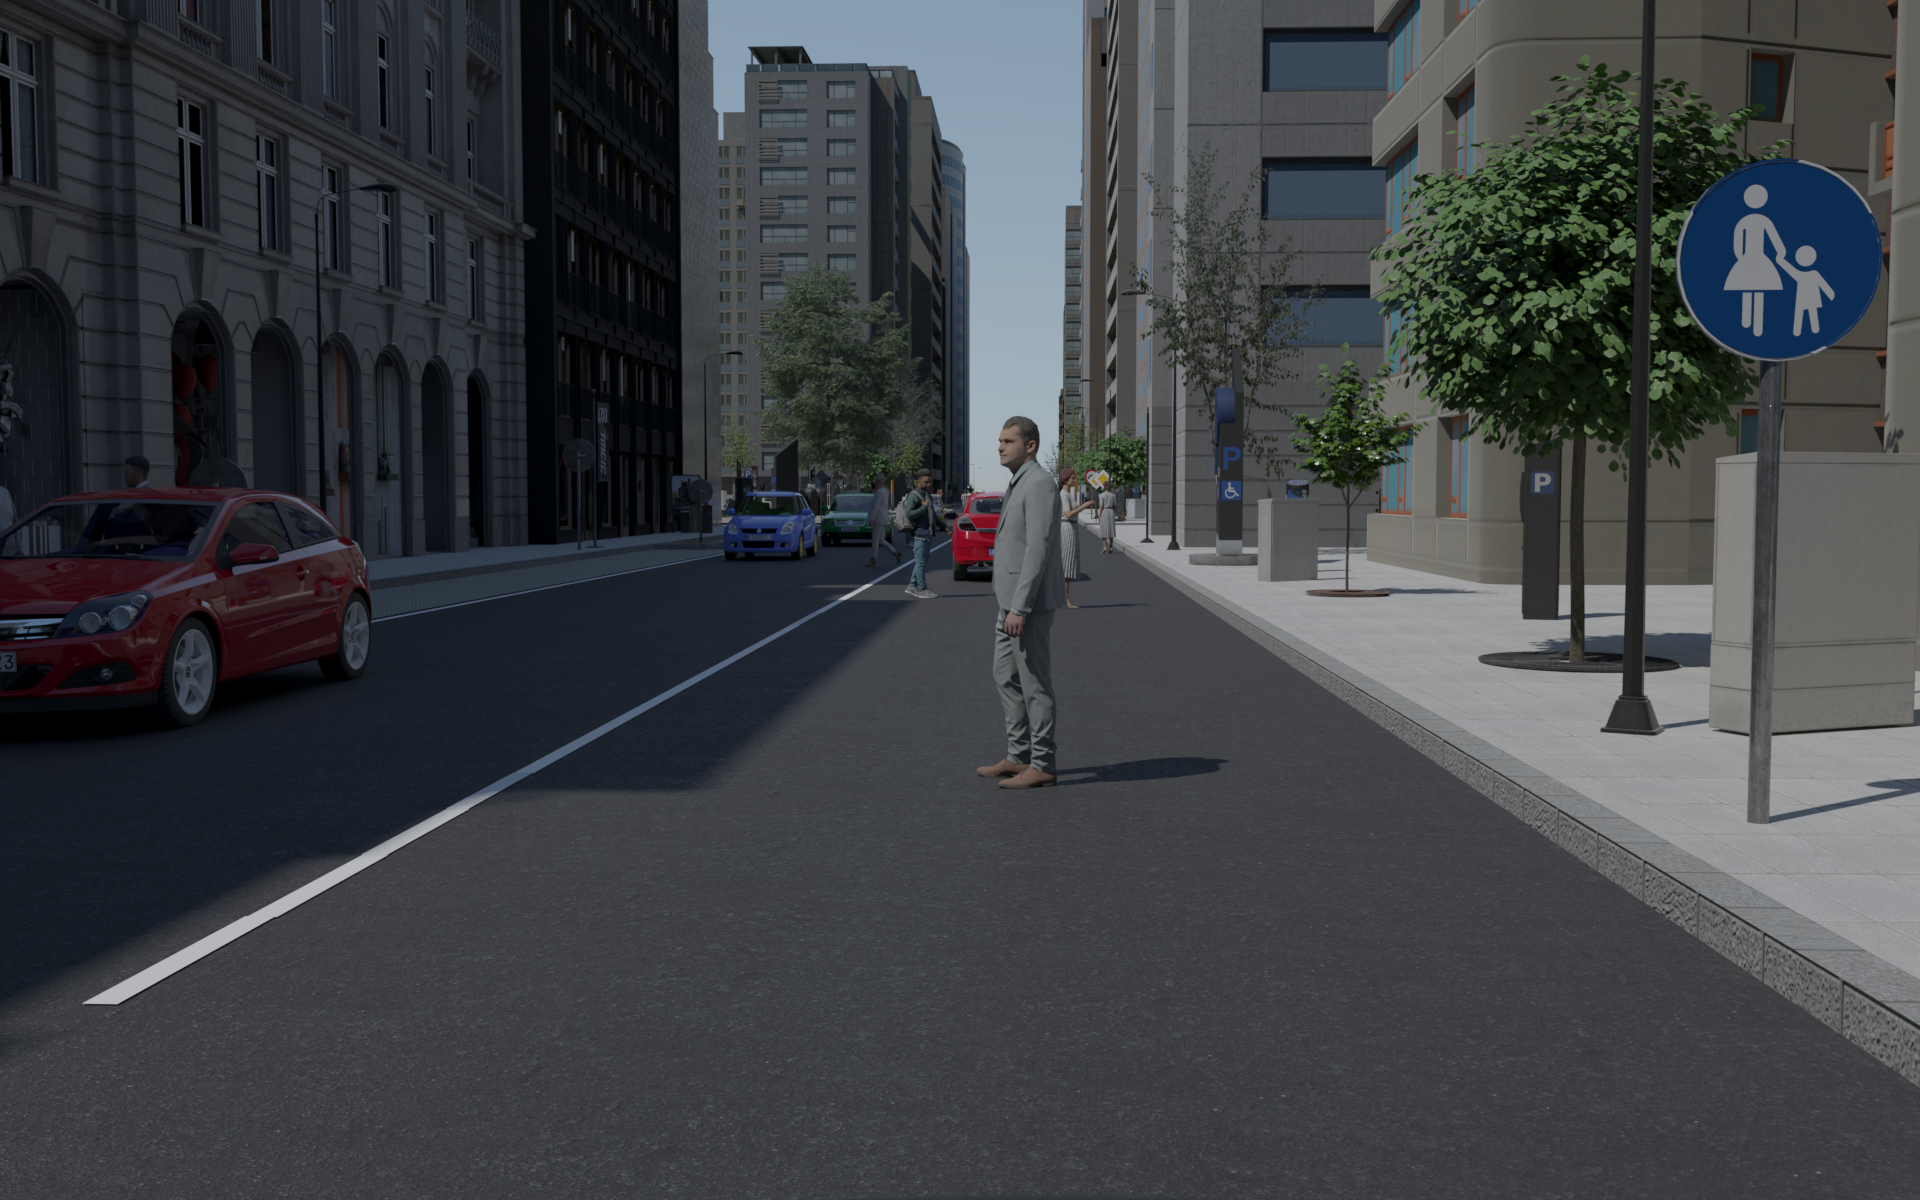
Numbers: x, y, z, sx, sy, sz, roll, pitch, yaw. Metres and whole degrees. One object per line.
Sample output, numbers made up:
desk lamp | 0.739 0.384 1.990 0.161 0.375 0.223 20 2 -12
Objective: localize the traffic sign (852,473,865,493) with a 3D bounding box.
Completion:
traffic sign | -5.997 -6.245 102.207 0.768 2.556 0.104 0 4 5

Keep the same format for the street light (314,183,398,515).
street light | -9.095 -3.273 26.055 1.470 5.913 1.316 0 4 2

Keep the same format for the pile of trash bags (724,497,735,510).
pile of trash bags | -11.494 -5.266 95.846 3.447 1.369 1.912 0 4 4

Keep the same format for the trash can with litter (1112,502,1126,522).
trash can with litter | 7.146 -4.205 80.135 1.055 1.170 0.624 -2 4 -29

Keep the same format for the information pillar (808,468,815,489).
information pillar | -12.494 -9.508 146.815 0.504 3.616 0.183 -2 4 -25

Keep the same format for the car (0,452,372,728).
car | -5.581 -0.180 11.978 2.155 1.783 4.494 0 4 1

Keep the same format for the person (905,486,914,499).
person | -2.541 -4.949 89.264 0.661 1.843 0.795 -2 4 -31

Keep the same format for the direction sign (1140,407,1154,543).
direction sign | 4.922 -3.269 45.448 0.379 3.537 0.876 0 4 7

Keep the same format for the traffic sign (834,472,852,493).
traffic sign | -5.326 -4.596 78.780 0.795 2.450 0.064 0 4 2

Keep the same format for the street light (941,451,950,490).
street light | -2.147 -13.055 185.995 1.470 5.913 1.316 0 4 2

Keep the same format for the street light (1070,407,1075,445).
street light | 6.727 -7.303 91.943 1.470 5.913 1.316 0 4 2

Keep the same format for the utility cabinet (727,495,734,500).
utility cabinet | -17.032 -7.053 126.476 1.020 1.237 0.306 -1 4 -10

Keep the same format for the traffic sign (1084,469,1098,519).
traffic sign | 6.698 -5.376 88.003 0.768 2.556 0.104 0 4 4

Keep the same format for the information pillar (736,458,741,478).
information pillar | -14.544 -7.493 113.860 0.183 3.616 0.504 1 4 21

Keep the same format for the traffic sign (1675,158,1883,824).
traffic sign | 3.119 -0.403 6.689 0.768 2.556 0.104 0 4 3

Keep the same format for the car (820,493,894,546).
car | -2.898 -2.473 49.232 1.959 1.807 4.718 0 4 2

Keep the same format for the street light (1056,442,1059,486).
street light | 9.357 -11.049 153.188 1.470 5.913 1.316 0 4 2

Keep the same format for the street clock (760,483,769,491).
street clock | -13.070 -6.734 114.663 0.358 2.002 0.471 0 4 7

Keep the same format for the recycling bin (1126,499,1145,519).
recycling bin | 9.119 -4.738 90.016 0.722 1.027 0.722 -2 4 -33

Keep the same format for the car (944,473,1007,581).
car | 0.783 -1.285 30.056 2.155 1.783 4.494 0 4 1

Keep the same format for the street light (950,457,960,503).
street light | -0.760 -14.914 216.391 1.470 5.913 1.316 0 4 2

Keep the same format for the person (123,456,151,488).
person | -7.677 -0.465 16.369 0.850 1.792 0.678 -2 4 -27

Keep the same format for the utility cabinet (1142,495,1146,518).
utility cabinet | 10.372 -5.064 93.963 1.020 1.237 0.306 0 4 -6

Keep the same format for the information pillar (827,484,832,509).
information pillar | -9.042 -7.111 120.760 0.304 2.012 0.304 -2 4 -34

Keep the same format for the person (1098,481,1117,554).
person | 3.536 -2.002 41.796 0.480 1.755 0.524 -1 4 -22

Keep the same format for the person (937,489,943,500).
person | -1.703 -8.475 147.042 0.580 1.828 0.573 1 4 16

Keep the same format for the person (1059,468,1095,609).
person | 1.441 -0.773 21.710 0.524 1.755 0.480 0 4 6

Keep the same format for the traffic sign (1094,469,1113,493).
traffic sign | 5.807 -4.076 70.282 0.795 2.450 0.064 0 4 2

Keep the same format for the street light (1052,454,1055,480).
street light | 9.921 -11.907 167.224 1.470 5.913 1.316 0 4 2

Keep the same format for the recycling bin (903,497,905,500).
recycling bin | -4.615 -8.608 153.293 0.722 1.027 0.722 -2 4 -31

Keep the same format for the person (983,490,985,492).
person | 2.449 -10.447 179.322 0.705 1.822 1.348 2 4 29

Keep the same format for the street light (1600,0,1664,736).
street light | 3.095 -2.243 9.216 1.470 5.913 1.316 0 4 2

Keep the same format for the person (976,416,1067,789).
person | 0.330 0.005 8.511 0.391 1.810 0.635 -1 4 -11

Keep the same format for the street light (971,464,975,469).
street light | 1.550 -18.149 269.273 1.470 5.913 1.316 0 4 2

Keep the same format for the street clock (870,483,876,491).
street clock | -5.614 -6.650 113.296 0.471 2.002 0.358 3 5 45

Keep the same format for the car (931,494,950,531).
car | -1.387 -3.527 67.885 2.015 1.641 3.980 0 4 1

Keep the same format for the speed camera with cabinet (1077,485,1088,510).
speed camera with cabinet | 9.537 -8.656 135.859 0.660 3.252 2.038 1 4 20

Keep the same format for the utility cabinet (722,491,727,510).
utility cabinet | -15.346 -6.332 112.202 0.318 1.500 1.173 -1 4 -19

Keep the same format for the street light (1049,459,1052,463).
street light | 11.195 -13.810 198.340 1.470 5.913 1.316 0 4 2

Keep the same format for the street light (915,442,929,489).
street light | -3.466 -11.200 155.666 1.470 5.913 1.316 0 4 2

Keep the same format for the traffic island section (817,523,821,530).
traffic island section | -5.699 -2.972 70.865 2.009 0.180 2.903 0 4 2

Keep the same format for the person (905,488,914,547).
person | -1.378 -2.244 46.997 0.330 1.601 0.589 0 4 7

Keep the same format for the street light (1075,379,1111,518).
street light | 5.509 -5.954 69.884 1.470 5.913 1.316 0 4 2

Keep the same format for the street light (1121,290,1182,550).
street light | 4.359 -4.098 39.547 1.470 5.913 1.316 0 4 2

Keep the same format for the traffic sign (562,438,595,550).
traffic sign | -8.735 -2.420 39.668 0.768 2.556 0.104 0 4 3

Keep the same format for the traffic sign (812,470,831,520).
traffic sign | -5.675 -4.108 70.803 0.795 2.450 0.064 0 4 2

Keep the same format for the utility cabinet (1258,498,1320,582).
utility cabinet | 4.853 -0.884 25.623 1.020 1.237 0.306 -3 4 -37

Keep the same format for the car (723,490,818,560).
car | -4.216 -1.785 38.772 1.945 1.707 3.694 0 4 3

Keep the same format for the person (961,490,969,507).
person | 0.360 -6.204 110.771 0.563 1.720 0.643 0 4 7

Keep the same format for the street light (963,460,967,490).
street light | 0.142 -16.256 238.330 1.470 5.913 1.316 0 4 2

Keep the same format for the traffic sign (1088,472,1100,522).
traffic sign | 6.156 -4.564 78.260 0.795 2.450 0.064 0 4 2

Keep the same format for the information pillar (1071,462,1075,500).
information pillar | 8.159 -8.189 125.251 0.183 3.616 0.504 -2 4 -24

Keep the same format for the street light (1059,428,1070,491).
street light | 7.941 -9.158 122.277 1.470 5.913 1.316 0 4 2

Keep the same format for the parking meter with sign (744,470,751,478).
parking meter with sign | -16.117 -8.083 128.410 0.543 3.016 1.738 -2 4 -35

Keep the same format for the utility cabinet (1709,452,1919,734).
utility cabinet | 4.649 -0.046 9.425 1.173 1.500 0.318 -1 4 -21

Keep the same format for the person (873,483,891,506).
person | -2.556 -2.885 55.851 0.592 1.802 0.473 3 5 44

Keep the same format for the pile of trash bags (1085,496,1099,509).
pile of trash bags | 10.601 -8.498 148.694 1.912 1.369 3.447 -1 4 -21

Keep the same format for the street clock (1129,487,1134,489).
street clock | 12.508 -7.469 126.688 0.471 2.002 0.358 0 4 -2

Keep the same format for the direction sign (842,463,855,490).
direction sign | -6.542 -6.772 102.712 0.876 3.537 0.379 -1 4 -12

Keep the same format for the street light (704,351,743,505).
street light | -7.745 -5.128 56.382 1.470 5.913 1.316 0 4 2
